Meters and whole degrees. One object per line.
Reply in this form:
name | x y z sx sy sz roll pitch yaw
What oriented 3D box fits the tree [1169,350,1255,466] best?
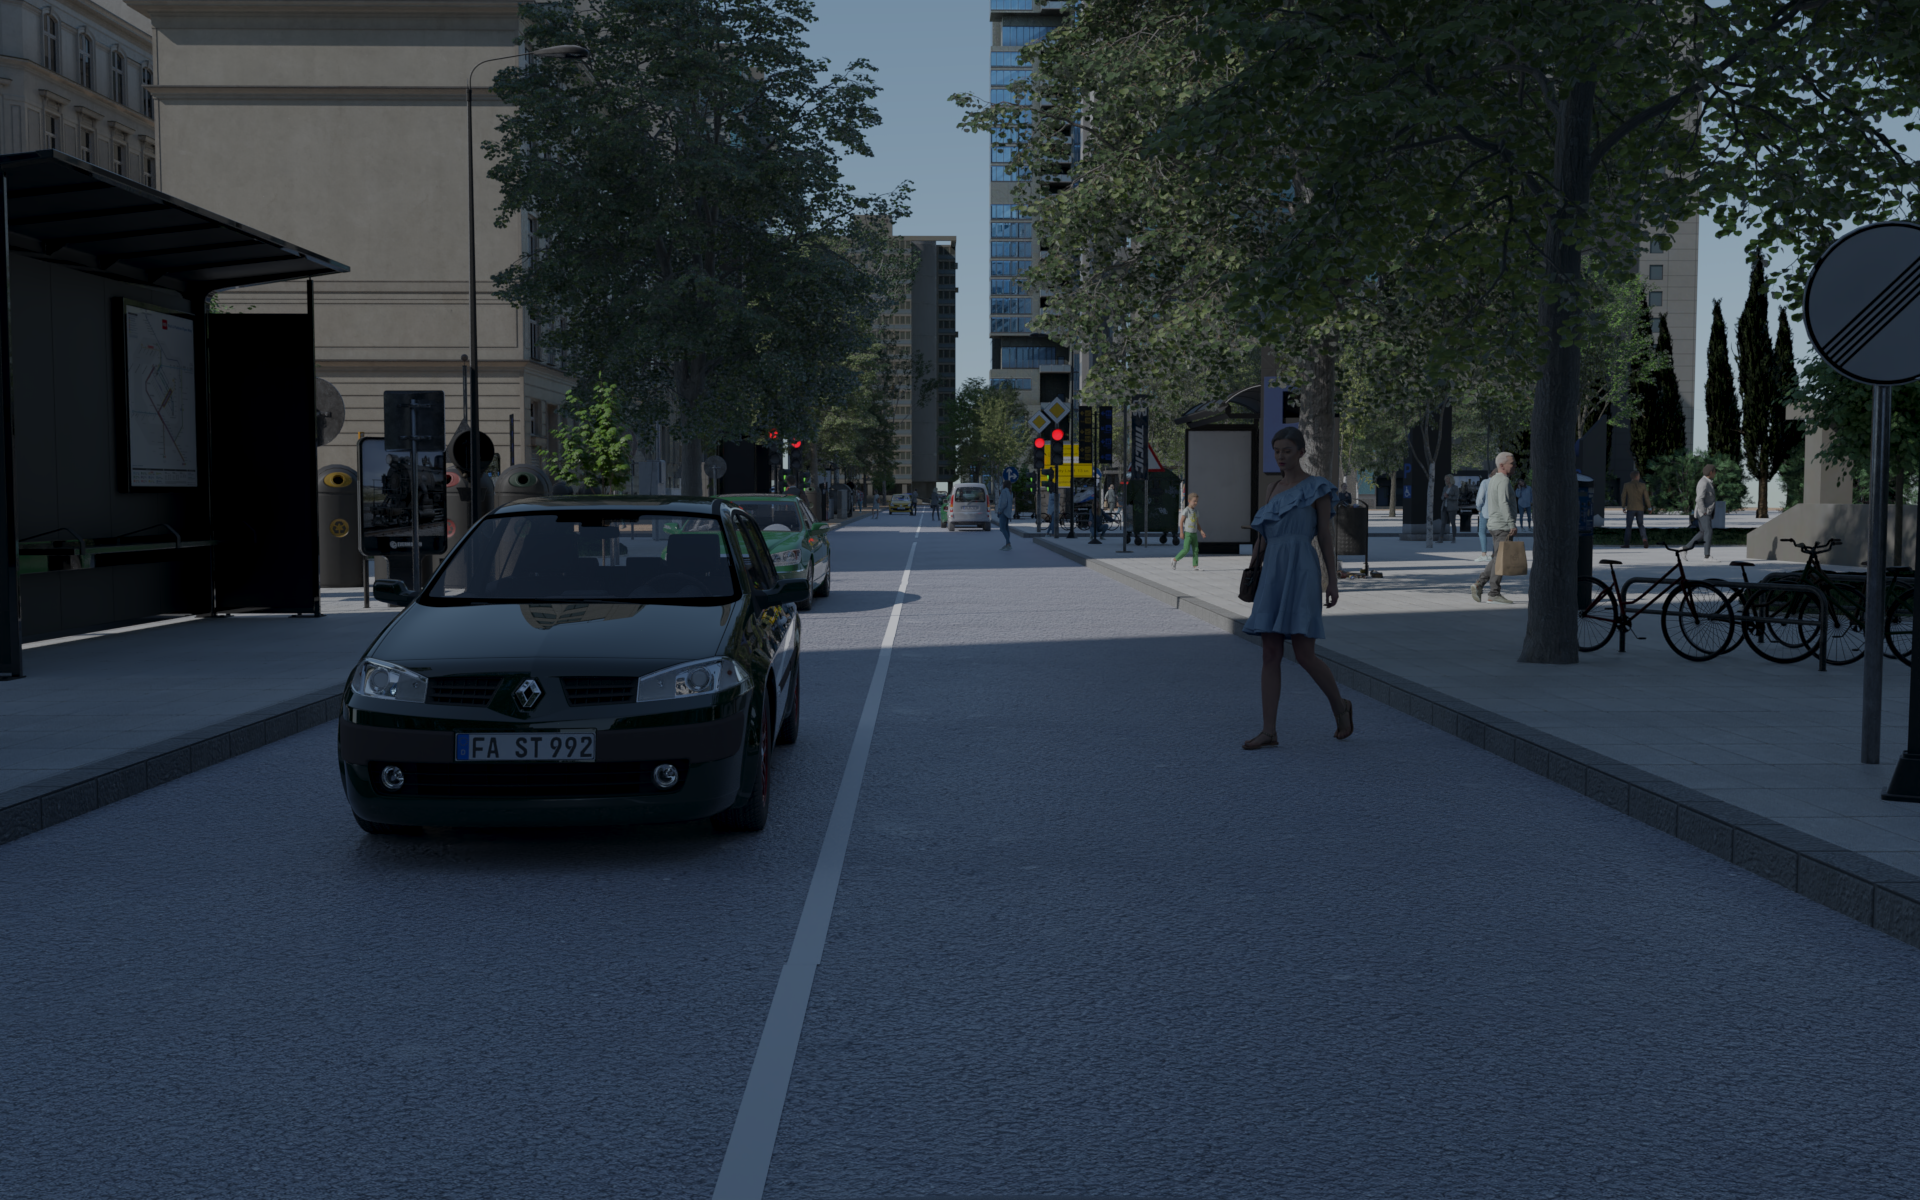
tree | 15.353 -9.793 94.525 7.601 10.594 8.767 0 4 2

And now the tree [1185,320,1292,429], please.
tree | 10.805 -6.811 61.724 4.360 8.622 3.978 0 3 0

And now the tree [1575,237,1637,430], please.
tree | 16.582 -5.949 47.622 4.360 8.622 3.978 0 3 0

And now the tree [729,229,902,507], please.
tree | -6.526 -9.554 74.329 7.486 12.596 7.792 0 3 0

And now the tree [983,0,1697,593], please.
tree | 4.753 -7.080 22.418 9.857 13.997 8.962 0 3 0

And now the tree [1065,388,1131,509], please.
tree | 9.160 -10.007 113.983 4.737 8.622 4.395 0 3 0

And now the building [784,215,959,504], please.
building | -12.242 -33.750 243.690 23.993 40.220 32.217 0 4 -1

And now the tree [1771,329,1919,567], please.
tree | 13.470 -2.521 24.927 4.285 4.588 4.351 0 3 0

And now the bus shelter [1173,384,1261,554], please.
bus shelter | 5.611 -2.474 34.377 2.014 3.302 5.546 0 4 -1

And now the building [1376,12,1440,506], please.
building | 45.171 -45.820 187.405 20.611 71.187 20.563 0 4 -1

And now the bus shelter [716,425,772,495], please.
bus shelter | -7.519 -4.329 62.065 1.731 3.624 6.357 0 4 -1

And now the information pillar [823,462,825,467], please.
information pillar | -9.944 -8.271 126.591 0.183 3.616 0.504 0 4 1

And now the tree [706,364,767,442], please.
tree | -11.728 -8.427 88.144 4.360 8.622 3.978 0 3 0

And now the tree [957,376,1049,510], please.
tree | 3.153 -12.369 136.647 7.601 10.594 8.767 1 4 23

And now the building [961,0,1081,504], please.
building | 15.605 -56.525 236.855 31.000 86.520 22.319 0 4 -1

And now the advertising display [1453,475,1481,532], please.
advertising display | 17.083 -3.258 58.476 0.974 1.923 0.123 2 4 30

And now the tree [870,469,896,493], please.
tree | -9.070 -13.568 205.553 4.285 4.588 4.351 0 3 0

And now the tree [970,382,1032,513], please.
tree | 2.510 -10.035 114.436 4.737 8.622 4.395 0 3 0

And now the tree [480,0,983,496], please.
tree | -6.070 -8.136 39.686 9.857 13.997 8.962 0 3 0

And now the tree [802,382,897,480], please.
tree | -8.648 -12.146 132.993 8.767 10.594 7.601 1 4 21

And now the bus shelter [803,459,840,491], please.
bus shelter | -8.163 -6.582 101.534 2.014 3.302 5.546 0 4 -1

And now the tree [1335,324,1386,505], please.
tree | 16.092 -7.482 72.686 4.737 8.622 4.395 0 3 0

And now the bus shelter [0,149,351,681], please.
bus shelter | -7.094 -1.446 14.919 1.731 3.624 6.357 0 4 -1

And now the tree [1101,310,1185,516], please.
tree | 7.965 -7.306 69.813 4.360 8.622 3.978 0 3 0

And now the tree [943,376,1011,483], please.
tree | 1.885 -15.248 167.429 7.486 12.596 7.792 0 3 0

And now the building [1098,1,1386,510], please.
building | 24.212 -32.702 154.293 23.786 49.044 30.456 0 4 -1

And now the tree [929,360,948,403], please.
tree | -7.416 -20.433 189.972 12.611 20.169 13.585 0 3 0

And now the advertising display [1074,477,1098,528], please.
advertising display | 4.652 -3.692 65.584 0.974 1.923 0.123 0 4 2

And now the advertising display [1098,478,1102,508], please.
advertising display | 5.127 -3.847 68.108 0.974 1.923 0.123 3 4 38

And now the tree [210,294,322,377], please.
tree | -11.565 -2.618 26.512 4.285 4.588 4.351 0 3 0

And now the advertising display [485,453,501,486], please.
advertising display | -7.309 -1.313 26.677 0.123 1.923 0.974 0 4 7

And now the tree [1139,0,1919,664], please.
tree | 4.917 -5.805 13.037 7.486 12.596 7.792 0 3 0

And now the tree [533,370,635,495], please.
tree | -5.526 -1.983 27.029 1.663 3.219 1.824 0 3 0

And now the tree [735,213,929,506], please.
tree | -9.100 -15.596 110.879 12.611 20.169 13.585 0 3 0

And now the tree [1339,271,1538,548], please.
tree | 11.146 -5.558 41.228 4.360 8.622 3.978 0 3 0

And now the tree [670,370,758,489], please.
tree | -11.574 -8.094 82.697 4.737 8.622 4.395 0 3 0

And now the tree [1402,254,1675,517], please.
tree | 25.254 -8.875 70.854 9.928 11.665 9.643 0 3 0

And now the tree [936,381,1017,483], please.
tree | 1.471 -14.190 157.759 9.928 11.665 9.643 0 3 0

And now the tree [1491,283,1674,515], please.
tree | 39.924 -12.727 109.905 13.155 14.587 18.604 -2 4 -32

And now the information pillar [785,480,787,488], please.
information pillar | -8.629 -4.911 84.791 0.304 2.012 0.304 0 4 6

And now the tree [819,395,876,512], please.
tree | -7.808 -10.412 120.600 4.360 8.622 3.978 0 3 0

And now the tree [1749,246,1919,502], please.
tree | 48.242 -11.513 90.055 18.604 14.587 13.155 -3 5 -40

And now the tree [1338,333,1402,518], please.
tree | 23.795 -10.346 94.910 9.928 11.665 9.643 0 3 0

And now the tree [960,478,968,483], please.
tree | 0.610 -12.672 201.790 1.663 3.219 1.824 0 3 0

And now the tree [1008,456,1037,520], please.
tree | 3.631 -6.243 96.669 1.663 3.219 1.824 0 3 0

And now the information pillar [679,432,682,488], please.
information pillar | -9.531 -4.189 59.850 0.183 3.616 0.504 -3 5 -43

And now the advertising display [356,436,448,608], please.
advertising display | -6.319 -0.883 19.656 0.974 1.923 0.123 -2 4 -33

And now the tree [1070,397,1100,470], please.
tree | 9.414 -10.313 118.977 4.360 8.622 3.978 0 3 0

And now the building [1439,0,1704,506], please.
building | 65.860 -45.868 188.198 20.611 71.187 20.563 0 4 -1
